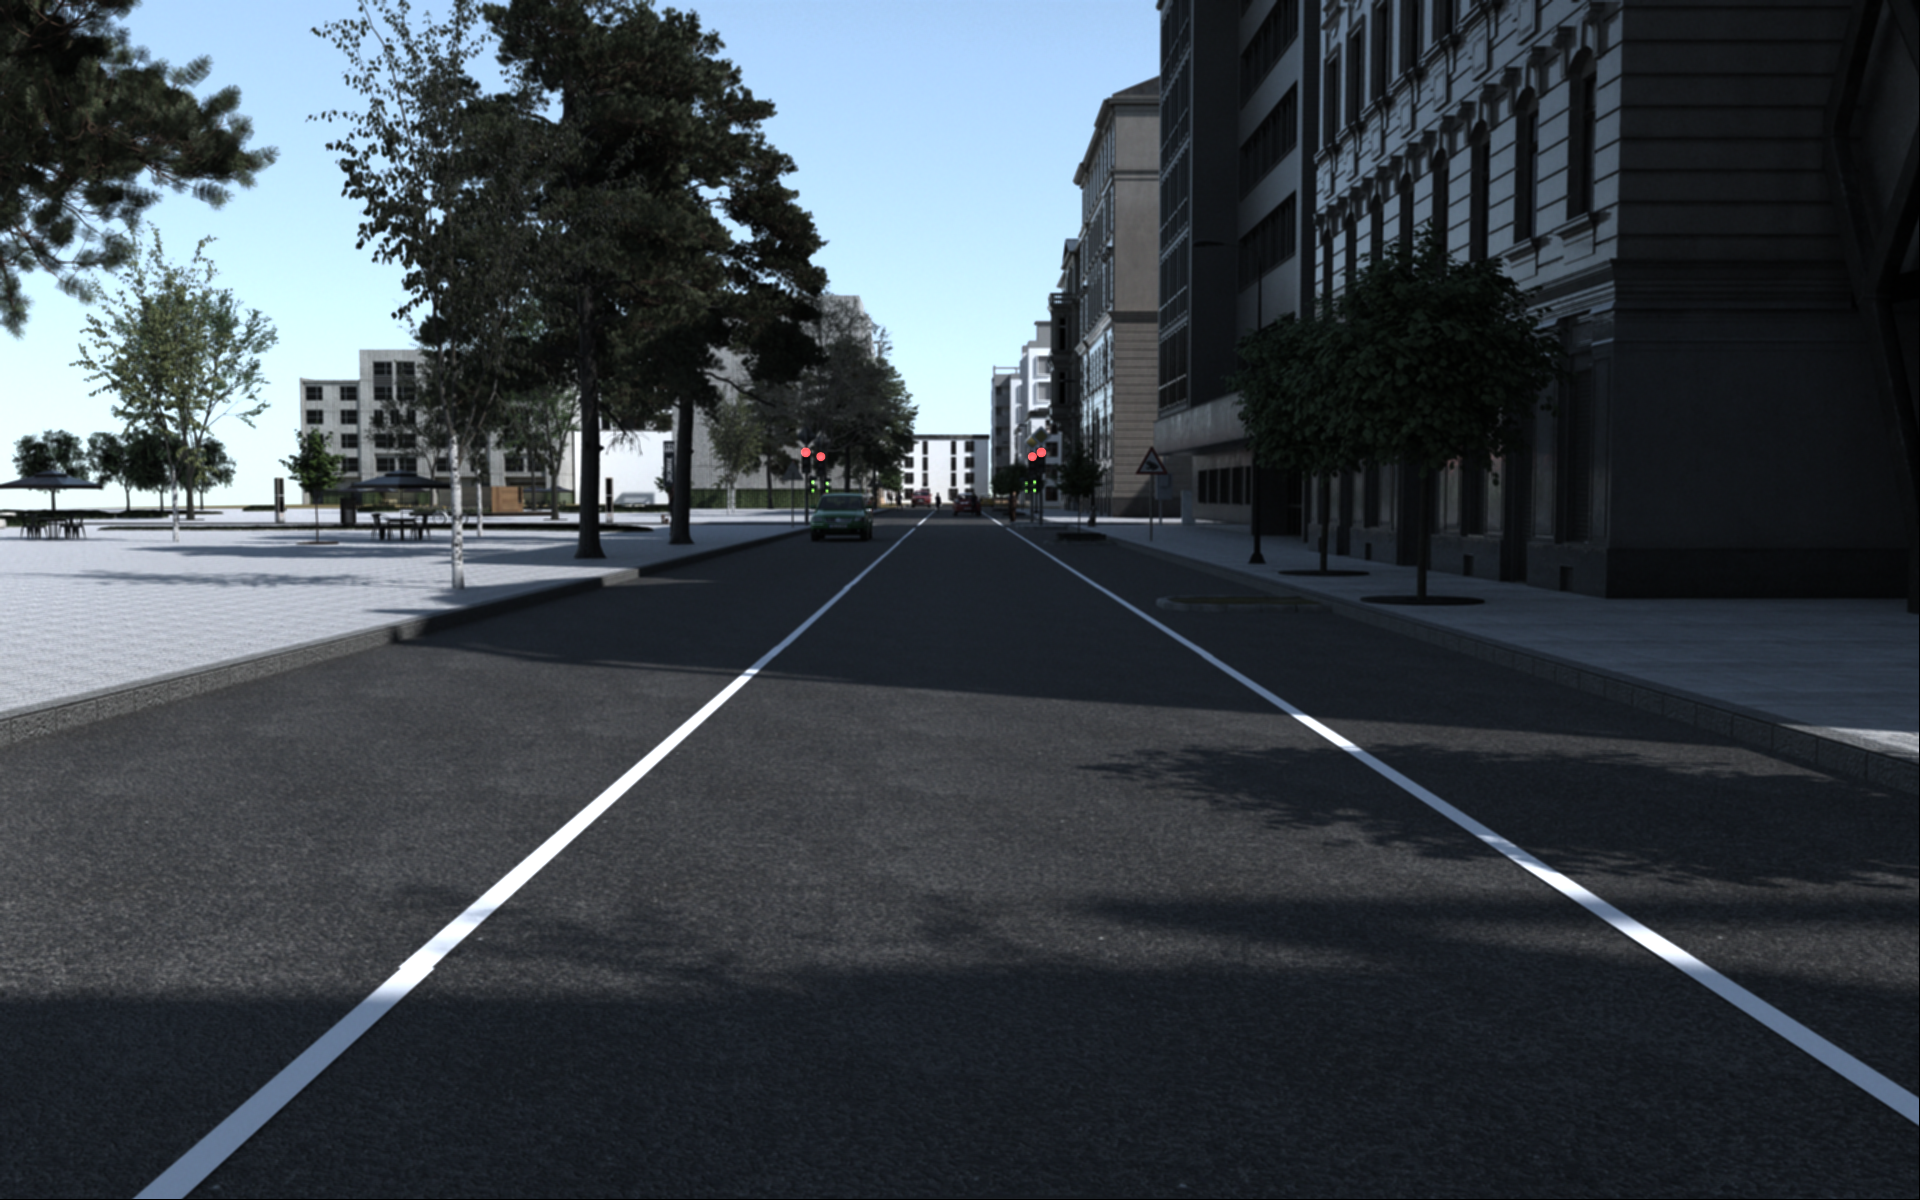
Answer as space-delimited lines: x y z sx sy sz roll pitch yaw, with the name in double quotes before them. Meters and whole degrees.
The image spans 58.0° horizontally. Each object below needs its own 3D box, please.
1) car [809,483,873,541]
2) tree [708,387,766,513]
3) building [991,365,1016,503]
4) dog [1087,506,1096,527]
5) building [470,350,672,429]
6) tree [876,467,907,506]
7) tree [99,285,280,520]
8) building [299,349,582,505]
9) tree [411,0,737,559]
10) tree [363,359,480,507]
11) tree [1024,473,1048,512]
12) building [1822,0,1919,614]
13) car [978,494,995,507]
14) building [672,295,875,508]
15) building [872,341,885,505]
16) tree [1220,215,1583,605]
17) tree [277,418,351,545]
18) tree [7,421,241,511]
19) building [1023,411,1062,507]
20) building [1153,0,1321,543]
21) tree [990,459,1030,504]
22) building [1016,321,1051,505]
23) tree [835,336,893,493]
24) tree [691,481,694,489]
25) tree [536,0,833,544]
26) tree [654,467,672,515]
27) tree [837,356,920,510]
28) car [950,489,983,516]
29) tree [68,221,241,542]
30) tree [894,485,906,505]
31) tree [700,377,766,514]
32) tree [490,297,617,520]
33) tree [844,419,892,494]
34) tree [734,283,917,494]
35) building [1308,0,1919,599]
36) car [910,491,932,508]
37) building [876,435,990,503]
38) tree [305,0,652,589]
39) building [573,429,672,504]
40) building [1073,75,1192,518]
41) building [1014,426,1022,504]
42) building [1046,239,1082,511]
"car" -3.679 -2.772 54.117 1.959 1.807 4.718 0 4 -1
"tree" -15.006 -10.077 115.128 4.737 8.622 4.395 0 3 0
"building" 10.282 -23.954 248.074 11.380 20.091 16.016 0 4 0
"dog" 5.292 -3.296 68.261 0.513 0.831 0.800 2 4 33
"building" -52.416 -25.039 253.362 32.646 21.610 27.936 0 4 0
"tree" -7.136 -11.978 179.552 4.285 4.588 4.351 0 3 0
"tree" -37.686 -9.729 84.829 9.928 11.665 9.643 0 3 0
"building" -64.837 -21.620 219.939 31.486 18.905 16.747 0 4 0
"tree" -7.371 -6.862 34.258 6.751 12.117 7.091 0 3 0
"tree" -35.169 -11.037 114.868 8.767 10.594 7.601 -2 4 -25
"tree" 5.354 -7.892 123.631 1.663 3.219 1.824 0 3 0
"building" 16.743 -8.837 11.936 16.820 18.784 16.811 0 4 0
"car" 2.734 -10.643 184.233 2.015 1.641 3.980 0 4 -1
"building" -17.363 -18.564 169.978 16.747 18.905 31.486 0 4 0
"building" -15.233 -22.242 220.082 11.380 20.091 16.016 0 4 0
"tree" 5.543 -2.246 20.444 4.285 4.588 4.351 0 3 0
"tree" -16.442 -3.043 44.350 1.663 3.219 1.824 0 3 0
"tree" -63.444 -10.393 132.830 11.467 7.101 20.602 0 4 -6
"building" 11.568 -14.192 174.193 9.099 9.664 28.070 0 4 0
"building" 14.777 -14.339 53.515 14.314 24.678 30.058 0 4 0
"tree" 5.219 -10.624 157.418 4.285 4.588 4.351 0 3 0
"building" 14.764 -20.678 194.509 16.016 20.091 11.380 0 4 0
"tree" -7.744 -12.044 118.983 6.751 12.117 7.091 0 3 0
"tree" -21.840 -8.664 136.261 1.663 3.219 1.824 0 3 0
"tree" -6.936 -8.349 43.931 7.806 13.903 7.818 0 3 0
"tree" -17.682 -6.719 104.452 1.663 3.219 1.824 0 3 0
"tree" -6.691 -13.739 142.764 7.486 12.596 7.792 0 3 0
"car" 0.436 -6.454 114.563 2.155 1.783 4.494 0 4 -2
"tree" -21.140 -5.858 46.145 4.737 8.622 4.395 0 3 0
"tree" -7.728 -13.347 212.822 1.663 3.219 1.824 0 3 0
"tree" -14.476 -9.748 109.747 4.360 8.622 3.978 0 3 0
"tree" -19.854 -9.741 85.025 9.928 11.665 9.643 0 3 0
"tree" -7.414 -11.016 130.472 4.360 8.622 3.978 0 3 0
"tree" -7.829 -11.551 99.235 12.009 13.543 11.850 0 3 0
"building" 12.559 -11.031 29.501 9.793 20.994 18.267 0 4 0
"car" -4.093 -10.689 183.444 2.281 1.827 5.304 0 4 0
"building" -9.859 -18.506 244.715 28.070 9.664 9.099 0 4 0
"tree" -6.565 -4.445 23.038 4.360 8.622 3.978 0 3 0
"building" -34.971 -17.231 223.866 28.070 9.664 9.099 0 4 0
"building" 13.896 -18.858 105.589 12.463 27.353 25.104 0 4 0
"building" 11.711 -16.658 214.505 9.099 9.664 28.070 0 4 0
"building" 14.103 -19.372 135.813 14.460 24.649 34.723 0 4 0
